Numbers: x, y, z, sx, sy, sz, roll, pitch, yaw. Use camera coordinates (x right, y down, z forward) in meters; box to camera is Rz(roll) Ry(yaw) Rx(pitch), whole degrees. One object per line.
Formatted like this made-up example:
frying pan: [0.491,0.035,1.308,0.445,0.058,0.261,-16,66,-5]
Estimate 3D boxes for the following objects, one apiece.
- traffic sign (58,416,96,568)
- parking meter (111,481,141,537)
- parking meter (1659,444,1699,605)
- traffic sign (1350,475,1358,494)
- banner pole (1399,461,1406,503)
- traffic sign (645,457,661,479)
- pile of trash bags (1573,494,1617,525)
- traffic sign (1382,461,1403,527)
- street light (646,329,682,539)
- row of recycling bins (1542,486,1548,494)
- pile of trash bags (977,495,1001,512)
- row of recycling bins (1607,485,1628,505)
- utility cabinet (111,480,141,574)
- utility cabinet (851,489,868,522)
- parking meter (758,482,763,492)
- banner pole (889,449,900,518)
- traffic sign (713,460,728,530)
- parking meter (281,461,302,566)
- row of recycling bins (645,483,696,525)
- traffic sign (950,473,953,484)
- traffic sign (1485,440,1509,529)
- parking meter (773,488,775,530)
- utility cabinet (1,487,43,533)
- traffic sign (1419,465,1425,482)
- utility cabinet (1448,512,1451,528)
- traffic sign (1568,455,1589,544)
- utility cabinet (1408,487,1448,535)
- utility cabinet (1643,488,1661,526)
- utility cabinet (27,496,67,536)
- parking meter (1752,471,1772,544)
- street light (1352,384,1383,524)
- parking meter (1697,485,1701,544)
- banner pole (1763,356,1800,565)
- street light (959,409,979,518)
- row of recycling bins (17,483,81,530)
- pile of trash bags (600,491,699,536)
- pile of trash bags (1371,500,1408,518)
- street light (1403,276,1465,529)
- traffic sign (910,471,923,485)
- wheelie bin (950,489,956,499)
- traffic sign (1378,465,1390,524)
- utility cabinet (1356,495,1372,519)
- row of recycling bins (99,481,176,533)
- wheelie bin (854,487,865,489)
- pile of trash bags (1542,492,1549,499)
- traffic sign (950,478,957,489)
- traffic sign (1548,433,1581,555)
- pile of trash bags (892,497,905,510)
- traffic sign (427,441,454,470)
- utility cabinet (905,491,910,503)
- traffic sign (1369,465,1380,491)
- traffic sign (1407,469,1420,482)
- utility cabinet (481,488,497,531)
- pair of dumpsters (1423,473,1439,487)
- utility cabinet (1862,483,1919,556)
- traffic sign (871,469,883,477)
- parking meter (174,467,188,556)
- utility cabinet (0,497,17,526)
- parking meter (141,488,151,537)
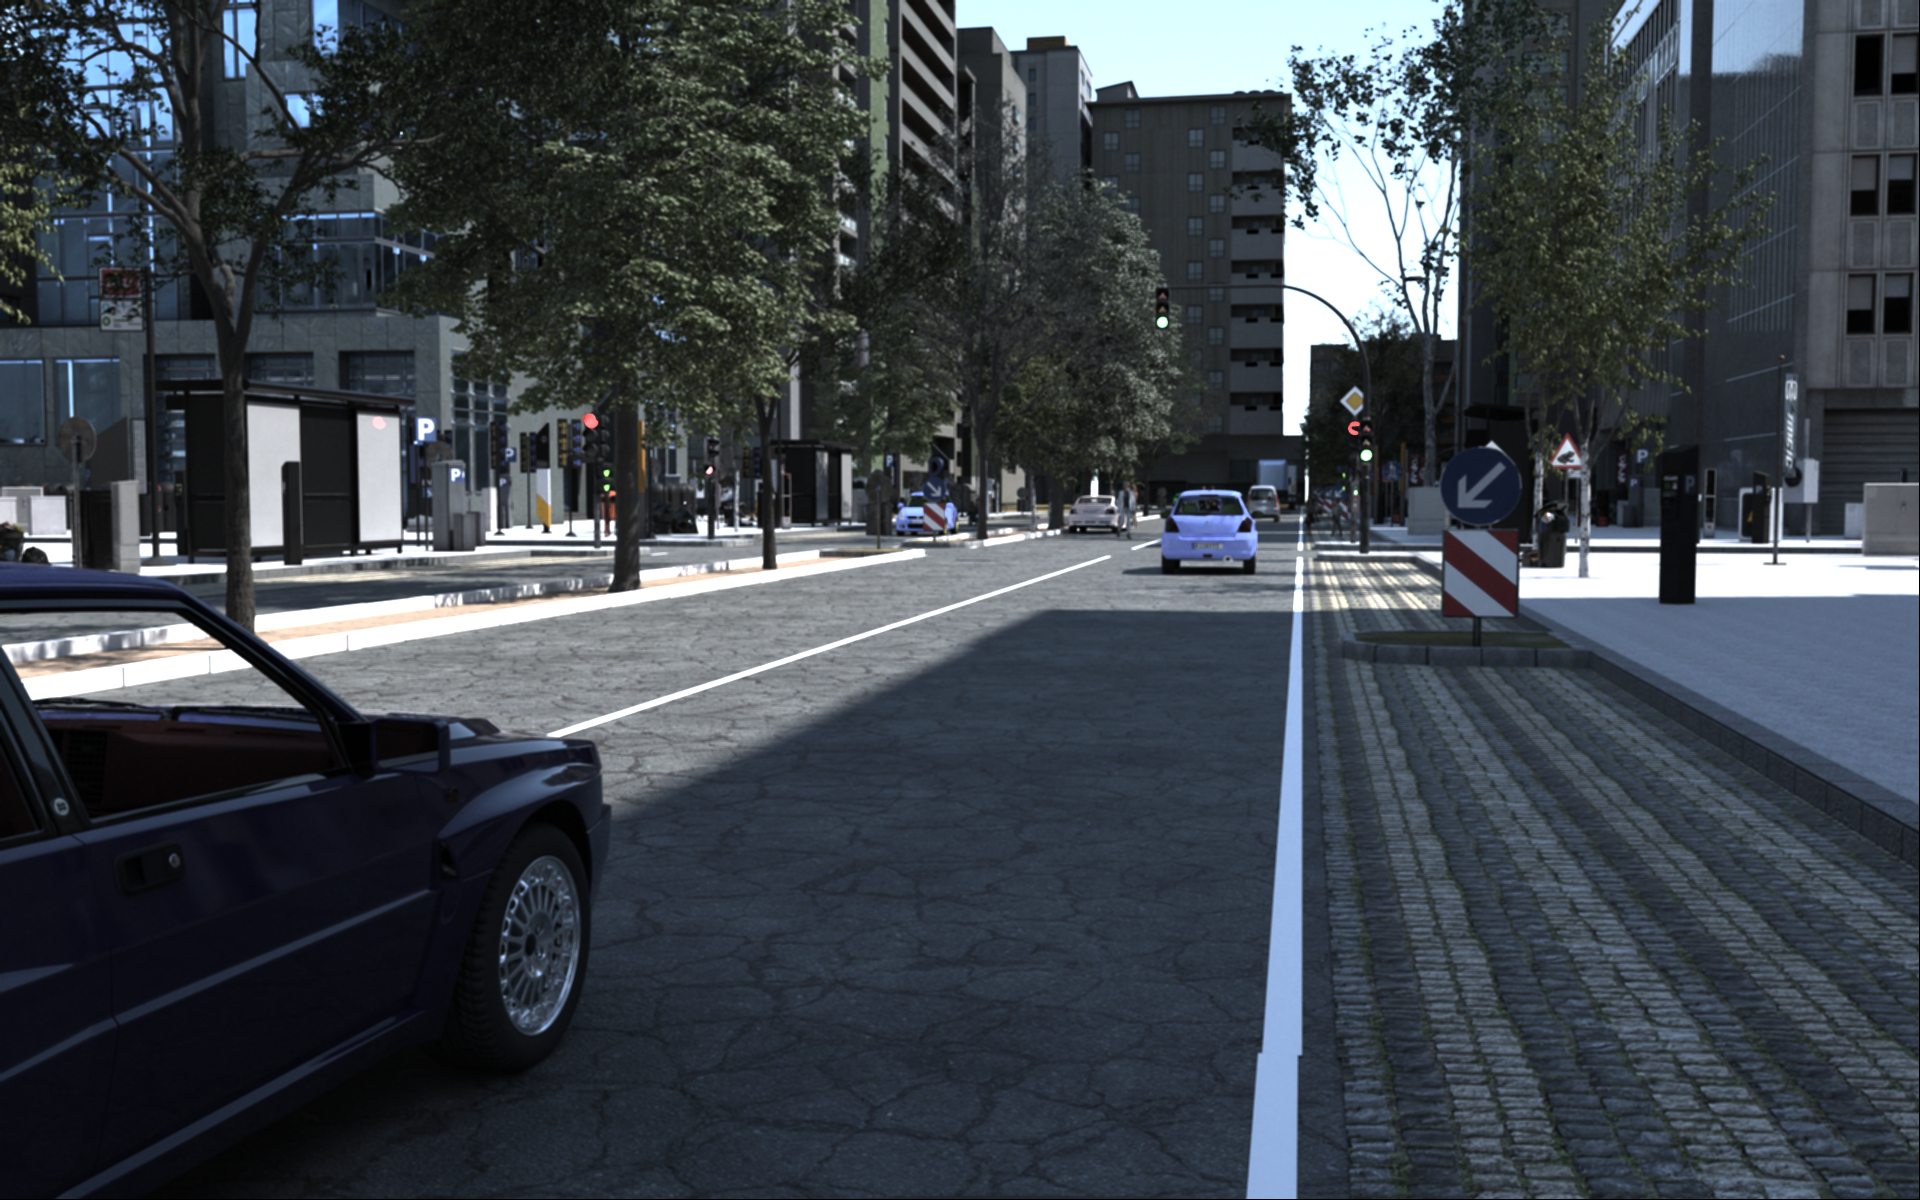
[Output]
traffic sign: [-14.484,-1.730,28.399,0.768,2.556,0.104,1,4,18]
parking meter: [-15.670,-1.470,32.439,0.372,1.533,0.369,0,3,0]
parking meter: [8.392,-0.888,20.228,0.399,1.863,0.255,-2,4,-32]
traffic sign: [25.667,-6.931,113.429,0.768,2.556,0.104,1,4,20]
banner pole: [29.046,-7.566,113.719,0.863,3.779,0.401,1,4,9]
traffic sign: [-10.594,-3.616,59.236,0.768,2.556,0.104,1,4,13]
pile of trash bags: [27.207,-3.887,73.306,1.912,1.369,3.447,-1,4,-20]
traffic sign: [16.839,-4.120,67.463,0.768,2.556,0.104,1,4,19]
street light: [-8.282,-4.676,48.998,1.470,5.913,1.316,1,4,11]
row of recycling bins: [25.936,-4.560,81.671,3.534,1.692,1.069,2,4,33]
pile of trash bags: [1.294,-6.822,121.295,3.447,1.369,1.912,1,4,12]
row of recycling bins: [29.106,-4.253,76.653,1.069,1.692,3.534,1,4,19]
utility cabinet: [-13.413,-1.170,27.815,0.318,1.500,1.173,-2,4,-31]
utility cabinet: [-4.724,-4.353,79.857,1.173,1.500,0.318,-1,4,-9]
parking meter: [-9.704,-4.866,85.277,0.399,1.863,0.255,1,4,8]
banner pole: [-3.495,-6.296,92.953,0.863,3.779,0.401,-1,4,-18]
traffic sign: [-8.599,-3.752,61.455,0.768,2.556,0.104,1,4,20]
parking meter: [-12.050,-1.561,31.233,0.255,1.863,0.399,-2,4,-33]
row of recycling bins: [-10.664,-3.488,64.140,1.069,1.692,3.534,1,4,12]
traffic sign: [-0.768,-6.073,99.399,0.768,2.556,0.104,1,4,21]
traffic sign: [11.378,-2.198,37.129,0.795,2.450,0.064,1,4,14]
parking meter: [-6.743,-3.230,61.226,0.372,1.533,0.369,0,3,0]
utility cabinet: [-30.502,-2.916,56.355,1.173,1.500,0.318,-1,4,-17]
traffic sign: [20.336,-4.624,75.702,0.768,2.556,0.104,1,4,17]
utility cabinet: [17.827,-3.446,65.025,1.173,1.500,0.318,2,4,31]
traffic sign: [15.918,-2.602,44.681,0.606,2.300,0.079,1,4,12]
utility cabinet: [14.578,-2.781,54.147,1.173,1.500,0.318,-1,4,-21]
utility cabinet: [27.457,-3.660,68.522,0.318,1.500,1.173,-2,4,-26]
utility cabinet: [-28.143,-2.583,53.388,0.306,1.237,1.020,3,5,45]
parking meter: [20.686,-2.384,44.683,0.255,1.863,0.399,-2,4,-33]
street light: [17.255,-6.163,73.309,1.470,5.913,1.316,1,4,11]
parking meter: [18.936,-2.223,44.754,0.372,1.533,0.369,0,3,0]
banner pole: [15.014,-2.539,31.527,0.863,3.779,0.401,-3,4,-36]
street light: [0.646,-7.435,94.096,1.470,5.913,1.316,1,4,11]
row of recycling bins: [-33.154,-3.420,63.027,3.534,1.692,1.069,2,4,33]
pile of trash bags: [-9.994,-2.750,54.723,1.912,1.369,3.447,3,4,36]
pile of trash bags: [23.924,-5.248,95.563,1.912,1.369,3.447,2,4,30]
street light: [10.123,-3.937,36.906,1.470,5.913,1.316,1,4,11]
traffic sign: [-2.370,-5.773,94.497,0.768,2.556,0.104,1,4,16]
wheelie bin: [-0.483,-5.895,104.290,0.980,1.594,0.693,-2,4,-31]
traffic sign: [18.228,-4.519,73.992,0.768,2.556,0.104,1,4,15]
utility cabinet: [20.825,-4.788,89.451,0.306,1.237,1.020,-2,4,-24]
row of recycling bins: [-26.908,-3.039,56.808,1.069,1.692,3.534,1,4,11]
wheelie bin: [-4.658,-4.492,81.346,0.980,1.594,0.693,0,4,3]
pile of trash bags: [24.856,-4.148,77.579,3.447,1.369,1.912,-1,4,-19]
traffic sign: [-0.587,-6.553,107.152,0.884,2.594,0.081,1,4,18]
traffic sign: [12.844,-2.244,36.699,0.884,2.594,0.081,1,4,18]
pile of trash bags: [-3.112,-6.903,122.616,3.447,1.369,1.912,-1,4,-14]
traffic sign: [-12.585,-2.551,41.812,0.768,2.556,0.104,1,4,12]
utility cabinet: [-3.468,-6.551,115.793,0.318,1.500,1.173,0,4,-8]
traffic sign: [18.462,-4.671,76.475,0.768,2.556,0.104,1,4,20]
traffic sign: [20.746,-4.831,79.088,0.768,2.556,0.104,1,4,11]
utility cabinet: [-16.127,-3.096,59.297,0.318,1.500,1.173,0,4,-5]
pair of dumpsters: [22.388,-4.777,80.598,1.574,2.255,4.437,1,4,11]
utility cabinet: [19.144,-1.635,35.419,1.173,1.500,0.318,1,4,16]
traffic sign: [-4.213,-5.423,88.771,0.768,2.556,0.104,1,4,15]
parking meter: [-16.162,-1.863,36.172,0.255,1.863,0.399,2,4,25]
utility cabinet: [-19.724,-1.468,35.158,0.306,1.237,1.020,2,4,35]
parking meter: [-24.482,-2.662,51.931,0.372,1.533,0.369,0,3,0]
